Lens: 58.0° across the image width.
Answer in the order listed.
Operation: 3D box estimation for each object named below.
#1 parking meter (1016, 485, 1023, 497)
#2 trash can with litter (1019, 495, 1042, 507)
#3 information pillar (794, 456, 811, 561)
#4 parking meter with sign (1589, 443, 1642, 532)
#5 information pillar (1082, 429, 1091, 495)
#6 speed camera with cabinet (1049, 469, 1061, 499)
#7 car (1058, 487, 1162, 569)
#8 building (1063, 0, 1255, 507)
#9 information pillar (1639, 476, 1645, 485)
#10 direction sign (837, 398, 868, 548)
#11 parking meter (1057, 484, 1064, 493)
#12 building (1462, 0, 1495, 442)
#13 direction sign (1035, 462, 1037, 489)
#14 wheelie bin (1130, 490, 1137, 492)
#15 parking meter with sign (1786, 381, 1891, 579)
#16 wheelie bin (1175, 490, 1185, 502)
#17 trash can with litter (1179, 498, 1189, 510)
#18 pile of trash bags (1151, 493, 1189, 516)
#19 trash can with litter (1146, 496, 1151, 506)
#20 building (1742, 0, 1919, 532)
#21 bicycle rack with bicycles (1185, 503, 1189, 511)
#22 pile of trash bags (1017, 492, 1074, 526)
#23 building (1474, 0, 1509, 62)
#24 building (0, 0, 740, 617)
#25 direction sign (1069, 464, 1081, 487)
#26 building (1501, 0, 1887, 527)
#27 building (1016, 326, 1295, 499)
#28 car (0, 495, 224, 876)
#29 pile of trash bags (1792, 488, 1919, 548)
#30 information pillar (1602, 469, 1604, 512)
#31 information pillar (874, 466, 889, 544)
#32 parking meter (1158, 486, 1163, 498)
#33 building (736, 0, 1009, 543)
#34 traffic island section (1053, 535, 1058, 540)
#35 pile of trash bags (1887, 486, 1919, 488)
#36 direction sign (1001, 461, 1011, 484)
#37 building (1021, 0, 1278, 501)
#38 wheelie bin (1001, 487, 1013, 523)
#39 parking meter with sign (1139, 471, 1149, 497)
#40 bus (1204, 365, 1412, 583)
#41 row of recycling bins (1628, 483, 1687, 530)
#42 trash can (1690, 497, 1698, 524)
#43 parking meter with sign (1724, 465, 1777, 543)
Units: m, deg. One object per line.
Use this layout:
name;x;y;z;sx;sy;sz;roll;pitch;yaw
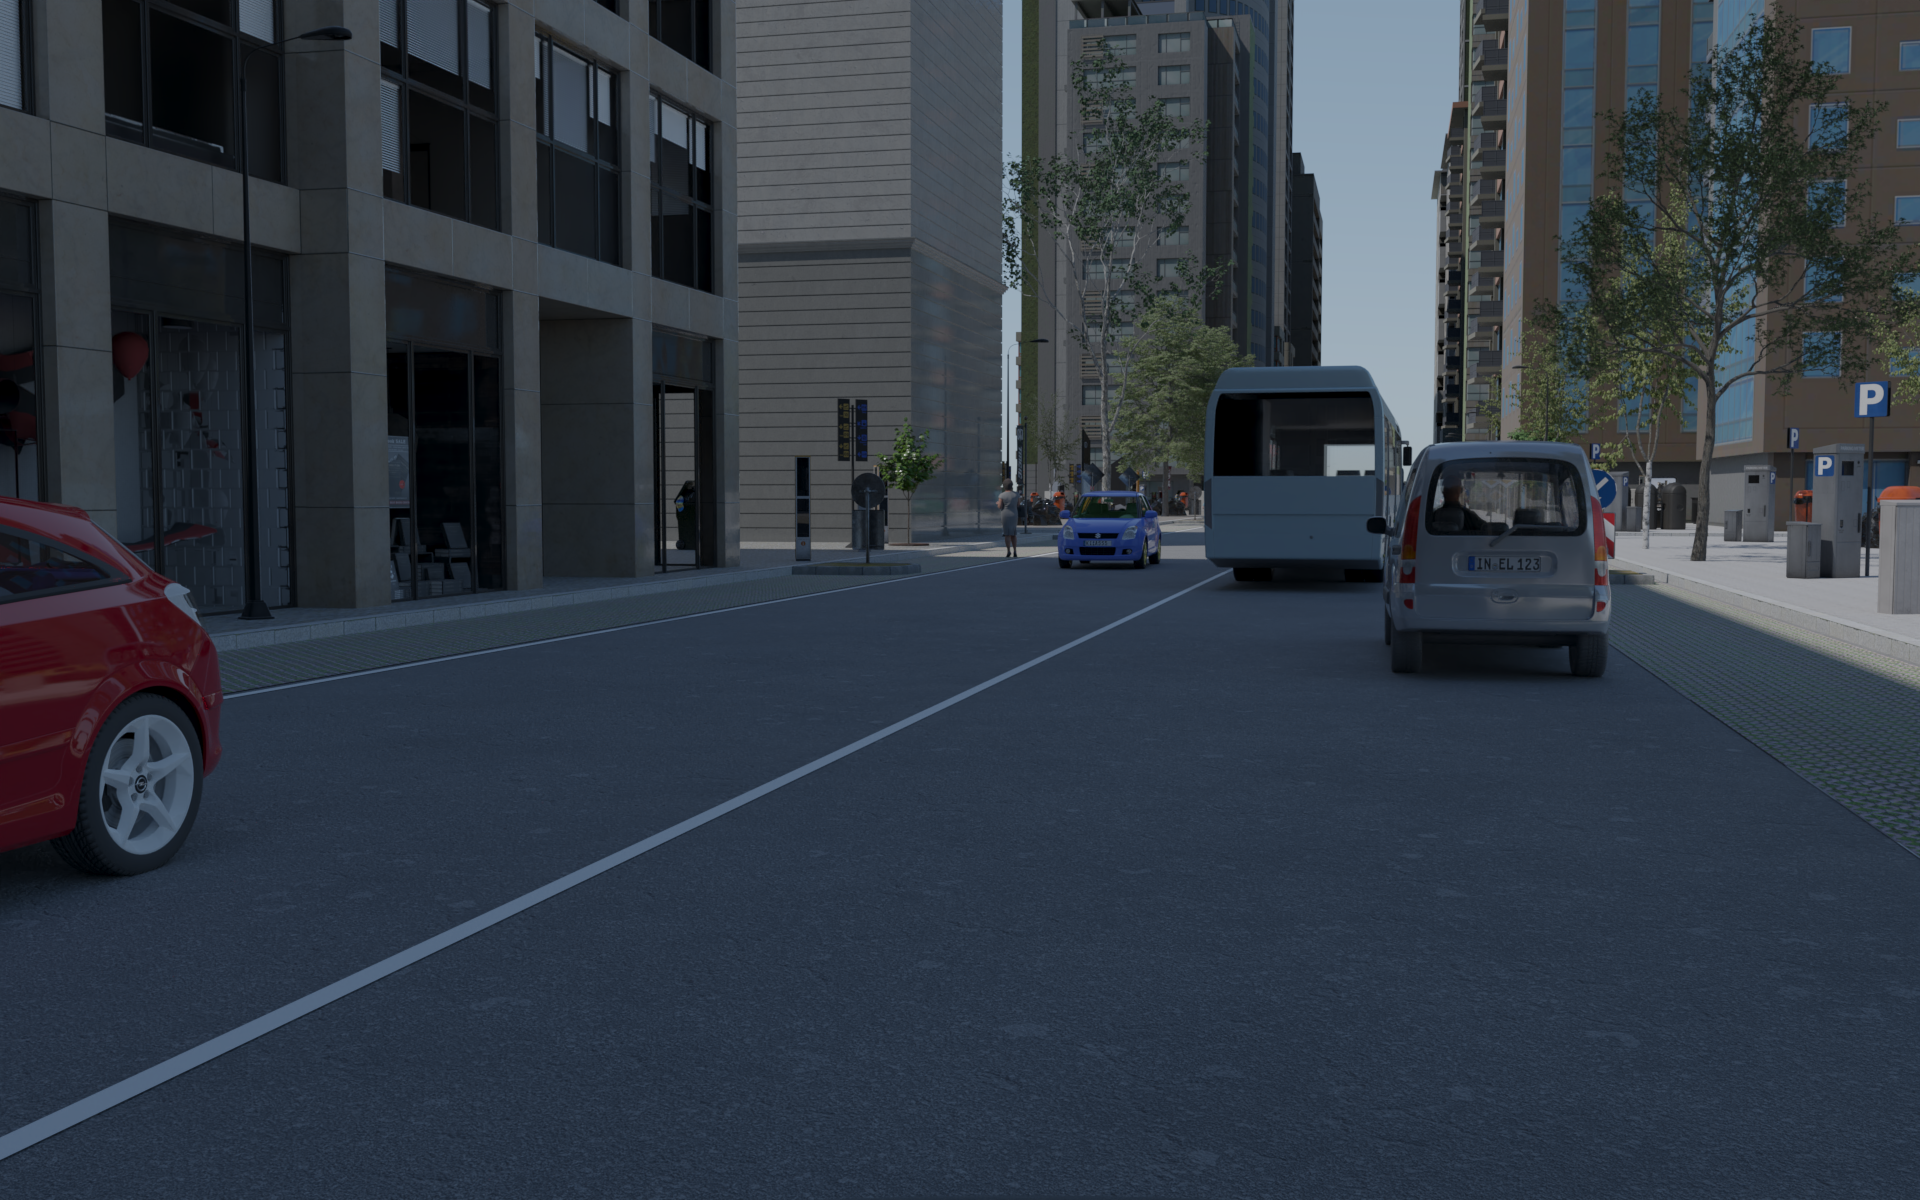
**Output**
parking meter;3.696;-6.235;107.645;0.399;1.863;0.255;-1;4;-13
trash can with litter;4.131;-5.527;101.431;2.233;1.210;1.678;0;4;4
information pillar;-3.014;-1.757;33.221;0.304;2.012;0.304;0;4;-7
parking meter with sign;22.398;-3.844;59.111;0.543;3.016;1.738;-3;5;-39
information pillar;4.556;-4.364;62.712;0.183;3.616;0.504;2;4;35
speed camera with cabinet;7.043;-8.158;127.716;0.660;3.252;2.038;1;4;13
car;3.001;-1.518;34.410;1.945;1.707;3.694;1;4;13
building;16.878;-28.226;145.085;14.154;41.232;14.086;1;4;14
information pillar;27.333;-3.956;69.174;0.304;2.012;0.304;-1;4;-19
direction sign;-2.558;-3.017;41.327;0.876;3.537;0.379;-3;5;-41
parking meter;6.038;-5.998;103.774;0.399;1.863;0.255;-1;4;-22
building;47.483;-27.781;137.816;14.154;41.232;14.086;1;4;14
direction sign;5.411;-8.028;123.253;0.379;3.537;0.876;0;4;6
wheelie bin;12.390;-7.075;123.579;0.980;1.594;0.693;2;4;35
parking meter with sign;13.442;-1.854;26.570;1.738;3.016;0.543;-2;4;-28
wheelie bin;17.577;-7.930;137.561;0.980;1.594;0.693;-2;4;-30
trash can with litter;17.677;-7.590;135.485;1.055;1.170;0.624;-1;4;-20
pile of trash bags;12.656;-5.699;102.924;1.912;1.369;3.447;2;4;34
trash can with litter;13.098;-6.694;120.838;0.624;1.170;1.055;2;4;30
building;35.796;-25.222;62.490;14.200;45.320;14.600;1;4;14
bicycle rack with bicycles;17.410;-7.080;129.146;2.925;0.926;2.852;0;4;-3
pile of trash bags;3.395;-3.768;71.352;1.912;1.369;3.447;2;4;31
building;43.888;-27.780;108.821;22.147;44.769;28.867;1;4;14
building;-17.336;-12.927;15.878;19.350;26.468;34.151;1;4;14
direction sign;8.628;-8.434;129.885;0.876;3.537;0.379;0;4;7
building;33.303;-26.358;81.057;14.600;45.320;14.200;1;4;14
building;22.842;-21.425;195.337;27.650;21.520;28.899;1;4;14
car;-4.235;0.229;5.301;2.155;1.783;4.494;1;4;13
pile of trash bags;21.789;-1.936;41.408;3.447;1.369;1.912;1;4;23
information pillar;18.460;-2.789;50.095;0.304;2.012;0.304;2;4;28
information pillar;-2.032;-2.464;44.770;0.304;2.012;0.304;-2;4;-25
parking meter;14.673;-7.399;126.687;0.399;1.863;0.255;1;4;18
building;-14.226;-16.879;53.465;29.804;29.767;11.434;1;4;14
traffic island section;4.191;-2.017;55.259;2.009;0.180;2.903;1;4;14
pile of trash bags;11.897;-0.647;20.329;3.447;1.369;1.912;-2;4;-31
direction sign;3.104;-7.748;118.676;0.379;3.537;0.876;2;4;33
building;18.655;-38.158;165.876;21.231;58.520;28.212;1;4;14
wheelie bin;2.035;-4.263;77.606;0.980;1.594;0.693;1;4;10
parking meter with sign;13.960;-8.321;132.305;0.543;3.016;1.738;1;4;22
bus;6.570;-2.233;31.371;2.948;3.499;13.247;1;4;15
row of recycling bins;24.401;-3.402;62.731;3.534;1.692;1.069;1;4;21
trash can;31.587;-3.813;74.002;0.748;1.137;0.748;0;3;0
parking meter with sign;21.306;-3.051;46.141;0.543;3.016;1.738;-3;5;-42
